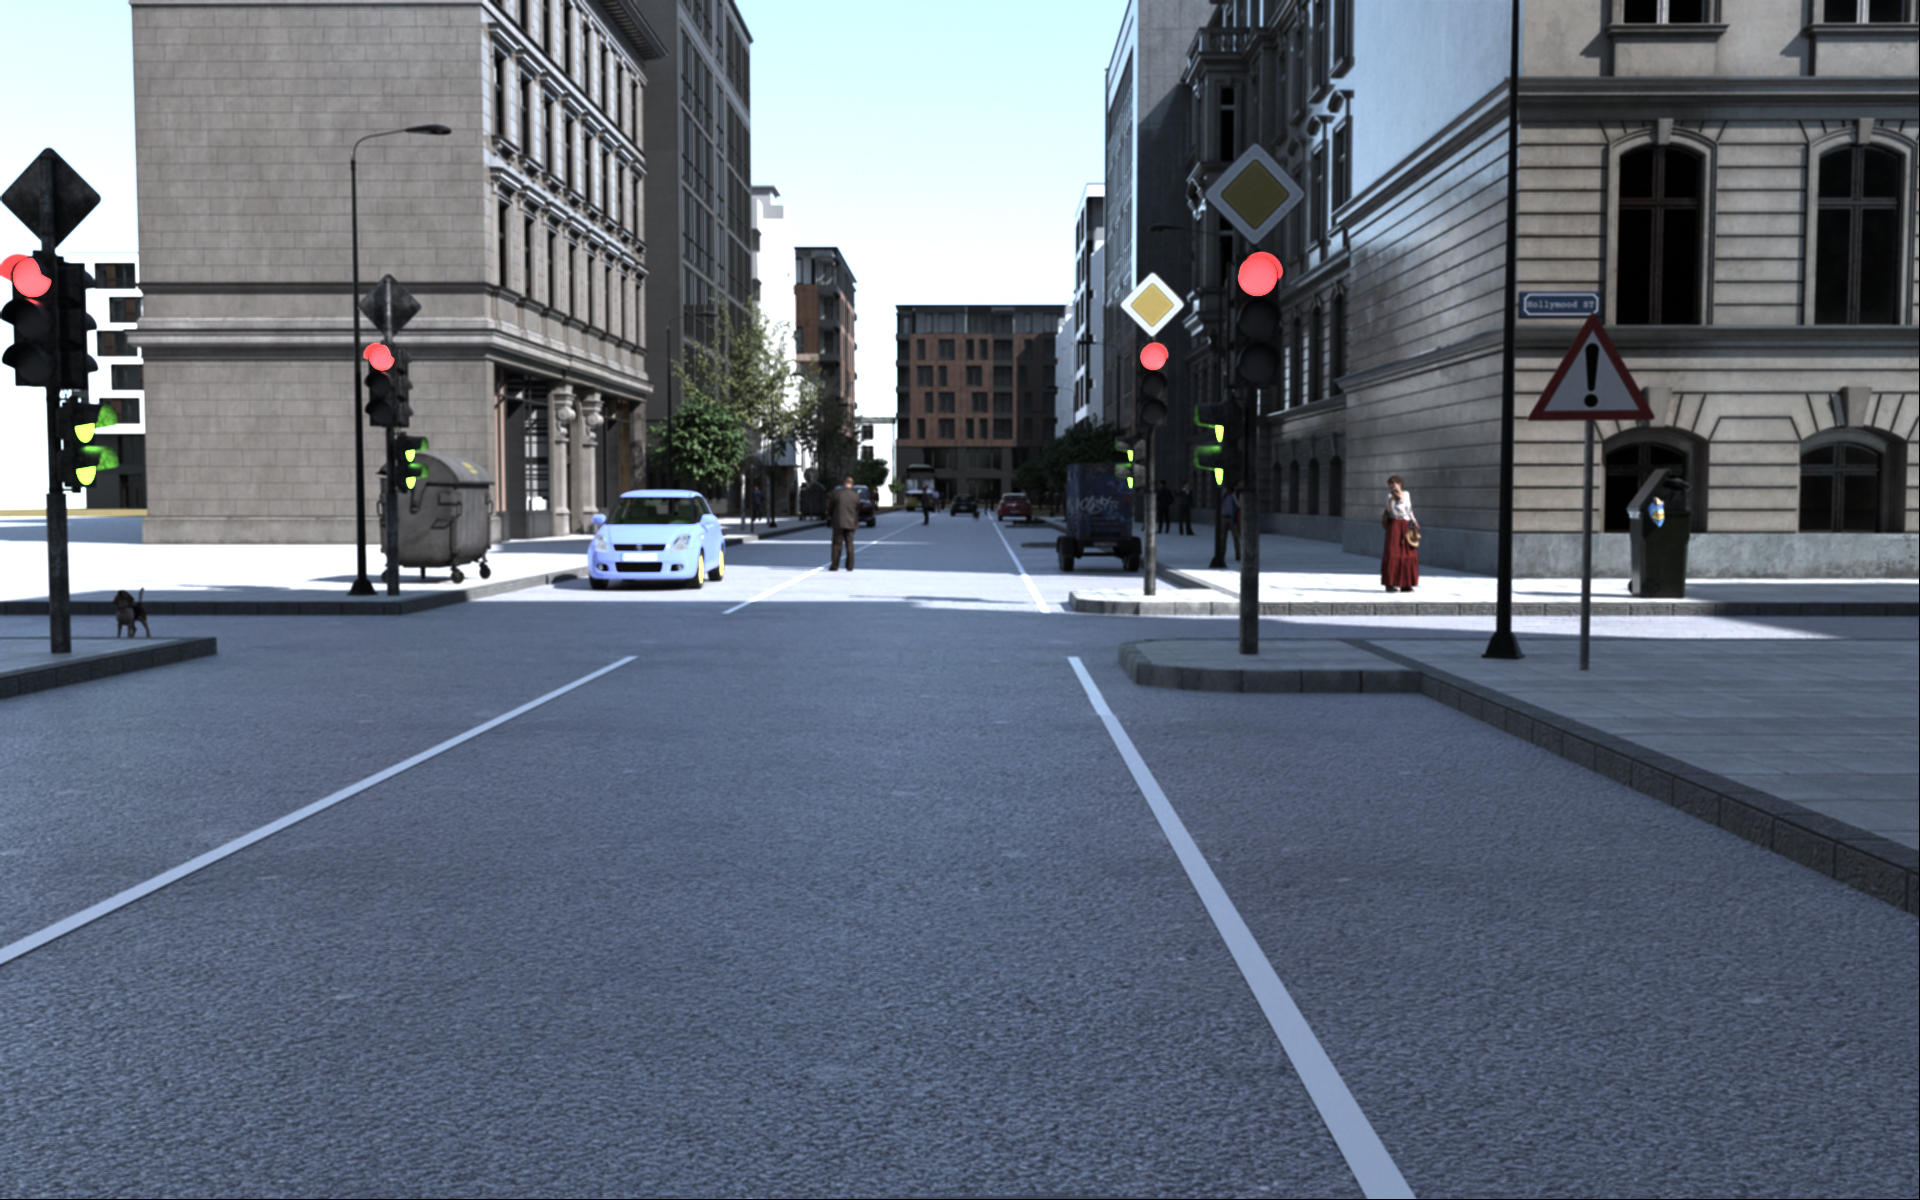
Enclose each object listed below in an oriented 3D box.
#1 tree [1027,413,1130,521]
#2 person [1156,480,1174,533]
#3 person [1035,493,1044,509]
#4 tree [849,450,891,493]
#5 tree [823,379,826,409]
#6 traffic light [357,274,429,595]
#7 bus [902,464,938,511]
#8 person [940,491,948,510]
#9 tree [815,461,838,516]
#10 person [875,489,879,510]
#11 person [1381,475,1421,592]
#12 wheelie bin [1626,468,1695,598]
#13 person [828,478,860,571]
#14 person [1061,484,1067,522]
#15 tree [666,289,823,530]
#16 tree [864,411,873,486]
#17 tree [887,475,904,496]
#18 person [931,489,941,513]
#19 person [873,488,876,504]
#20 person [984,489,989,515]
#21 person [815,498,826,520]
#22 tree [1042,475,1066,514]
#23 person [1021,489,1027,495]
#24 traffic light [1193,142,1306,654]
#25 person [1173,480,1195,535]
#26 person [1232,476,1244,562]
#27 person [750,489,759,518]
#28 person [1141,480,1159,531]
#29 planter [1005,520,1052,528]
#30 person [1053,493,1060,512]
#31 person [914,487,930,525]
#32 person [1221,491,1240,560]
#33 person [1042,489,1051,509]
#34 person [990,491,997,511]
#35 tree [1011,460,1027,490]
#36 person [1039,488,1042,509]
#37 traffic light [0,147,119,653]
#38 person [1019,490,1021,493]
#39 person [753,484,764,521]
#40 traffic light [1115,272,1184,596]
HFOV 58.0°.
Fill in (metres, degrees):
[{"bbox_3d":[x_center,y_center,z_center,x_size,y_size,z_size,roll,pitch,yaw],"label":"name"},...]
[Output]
[{"bbox_3d":[5.469,-5.270,69.871,4.285,4.588,4.351,0,3,0],"label":"tree"},{"bbox_3d":[6.632,-3.052,56.645,0.576,1.737,0.504,-2,4,-33],"label":"person"},{"bbox_3d":[7.018,-8.748,152.254,0.628,1.438,0.799,2,4,34],"label":"person"},{"bbox_3d":[-6.826,-8.988,130.674,4.285,4.588,4.351,0,3,0],"label":"tree"},{"bbox_3d":[-7.619,-7.369,70.843,4.737,8.622,4.395,0,3,0],"label":"tree"},{"bbox_3d":[-7.179,-1.996,21.879,0.839,4.213,0.868,0,4,1],"label":"traffic light"},{"bbox_3d":[-3.316,-9.488,146.678,2.896,3.916,12.252,0,4,-1],"label":"bus"},{"bbox_3d":[-1.432,-9.139,158.721,0.742,1.727,0.445,0,4,5],"label":"person"},{"bbox_3d":[-7.872,-6.543,101.584,1.663,3.219,1.824,0,3,0],"label":"tree"},{"bbox_3d":[-6.440,-7.944,136.639,0.721,1.735,1.217,0,4,-5],"label":"person"},{"bbox_3d":[5.748,-0.864,22.642,0.523,1.526,0.387,-1,4,-22],"label":"person"},{"bbox_3d":[8.700,-0.833,21.524,0.693,1.594,0.980,0,4,7],"label":"wheelie bin"},{"bbox_3d":[-2.185,-1.420,32.401,0.565,1.739,0.600,-3,5,-41],"label":"person"},{"bbox_3d":[4.825,-4.444,79.251,0.434,1.755,0.990,1,4,16],"label":"person"},{"bbox_3d":[-7.990,-6.809,61.691,4.737,8.622,4.395,0,3,0],"label":"tree"},{"bbox_3d":[-7.387,-9.511,105.864,4.360,8.622,3.978,0,3,0],"label":"tree"},{"bbox_3d":[-6.473,-10.685,169.306,1.663,3.219,1.824,0,3,0],"label":"tree"},{"bbox_3d":[-1.847,-7.551,131.825,0.709,1.838,0.599,-1,4,-19],"label":"person"},{"bbox_3d":[-7.588,-9.009,153.353,0.705,1.823,1.348,-2,4,-24],"label":"person"},{"bbox_3d":[1.915,-6.805,120.290,0.721,1.766,1.217,0,4,2],"label":"person"},{"bbox_3d":[-6.854,-4.715,84.832,0.444,1.614,0.593,-2,4,-24],"label":"person"},{"bbox_3d":[6.347,-7.296,113.893,1.663,3.219,1.824,0,3,0],"label":"tree"},{"bbox_3d":[5.419,-8.585,147.075,0.551,1.740,0.621,0,3,0],"label":"person"},{"bbox_3d":[2.304,-1.503,13.818,0.839,4.213,0.868,0,4,1],"label":"traffic light"},{"bbox_3d":[6.944,-2.870,53.767,0.445,1.727,0.742,3,5,44],"label":"person"},{"bbox_3d":[5.293,-1.503,32.323,0.593,1.614,0.444,-2,4,-25],"label":"person"},{"bbox_3d":[-11.137,-5.211,93.507,0.482,1.546,0.388,1,4,22],"label":"person"},{"bbox_3d":[6.631,-3.283,60.166,0.683,1.767,0.568,1,4,16],"label":"person"},{"bbox_3d":[2.927,-3.264,74.499,1.991,0.319,1.994,0,4,1],"label":"planter"},{"bbox_3d":[6.767,-7.153,122.864,0.599,1.838,0.709,1,4,20],"label":"person"},{"bbox_3d":[-1.798,-4.409,81.117,0.750,1.759,0.617,0,4,-5],"label":"person"},{"bbox_3d":[5.237,-1.562,33.647,0.516,1.574,0.319,2,4,32],"label":"person"},{"bbox_3d":[7.386,-8.509,145.879,1.217,1.736,0.721,0,4,-5],"label":"person"},{"bbox_3d":[2.813,-8.429,147.032,0.721,1.735,1.217,-2,4,-28],"label":"person"},{"bbox_3d":[5.168,-6.055,82.710,4.285,4.588,4.351,0,3,0],"label":"tree"},{"bbox_3d":[6.723,-8.451,144.241,0.705,1.821,1.348,0,4,0],"label":"person"},{"bbox_3d":[-7.257,-1.508,13.894,0.839,4.213,0.868,0,4,1],"label":"traffic light"},{"bbox_3d":[6.092,-10.212,173.726,1.217,1.735,0.721,-3,5,-41],"label":"person"},{"bbox_3d":[-9.604,-4.588,81.767,0.576,1.737,0.504,-3,5,-39],"label":"person"},{"bbox_3d":[2.382,-1.991,21.803,0.839,4.213,0.868,0,4,1],"label":"traffic light"}]
